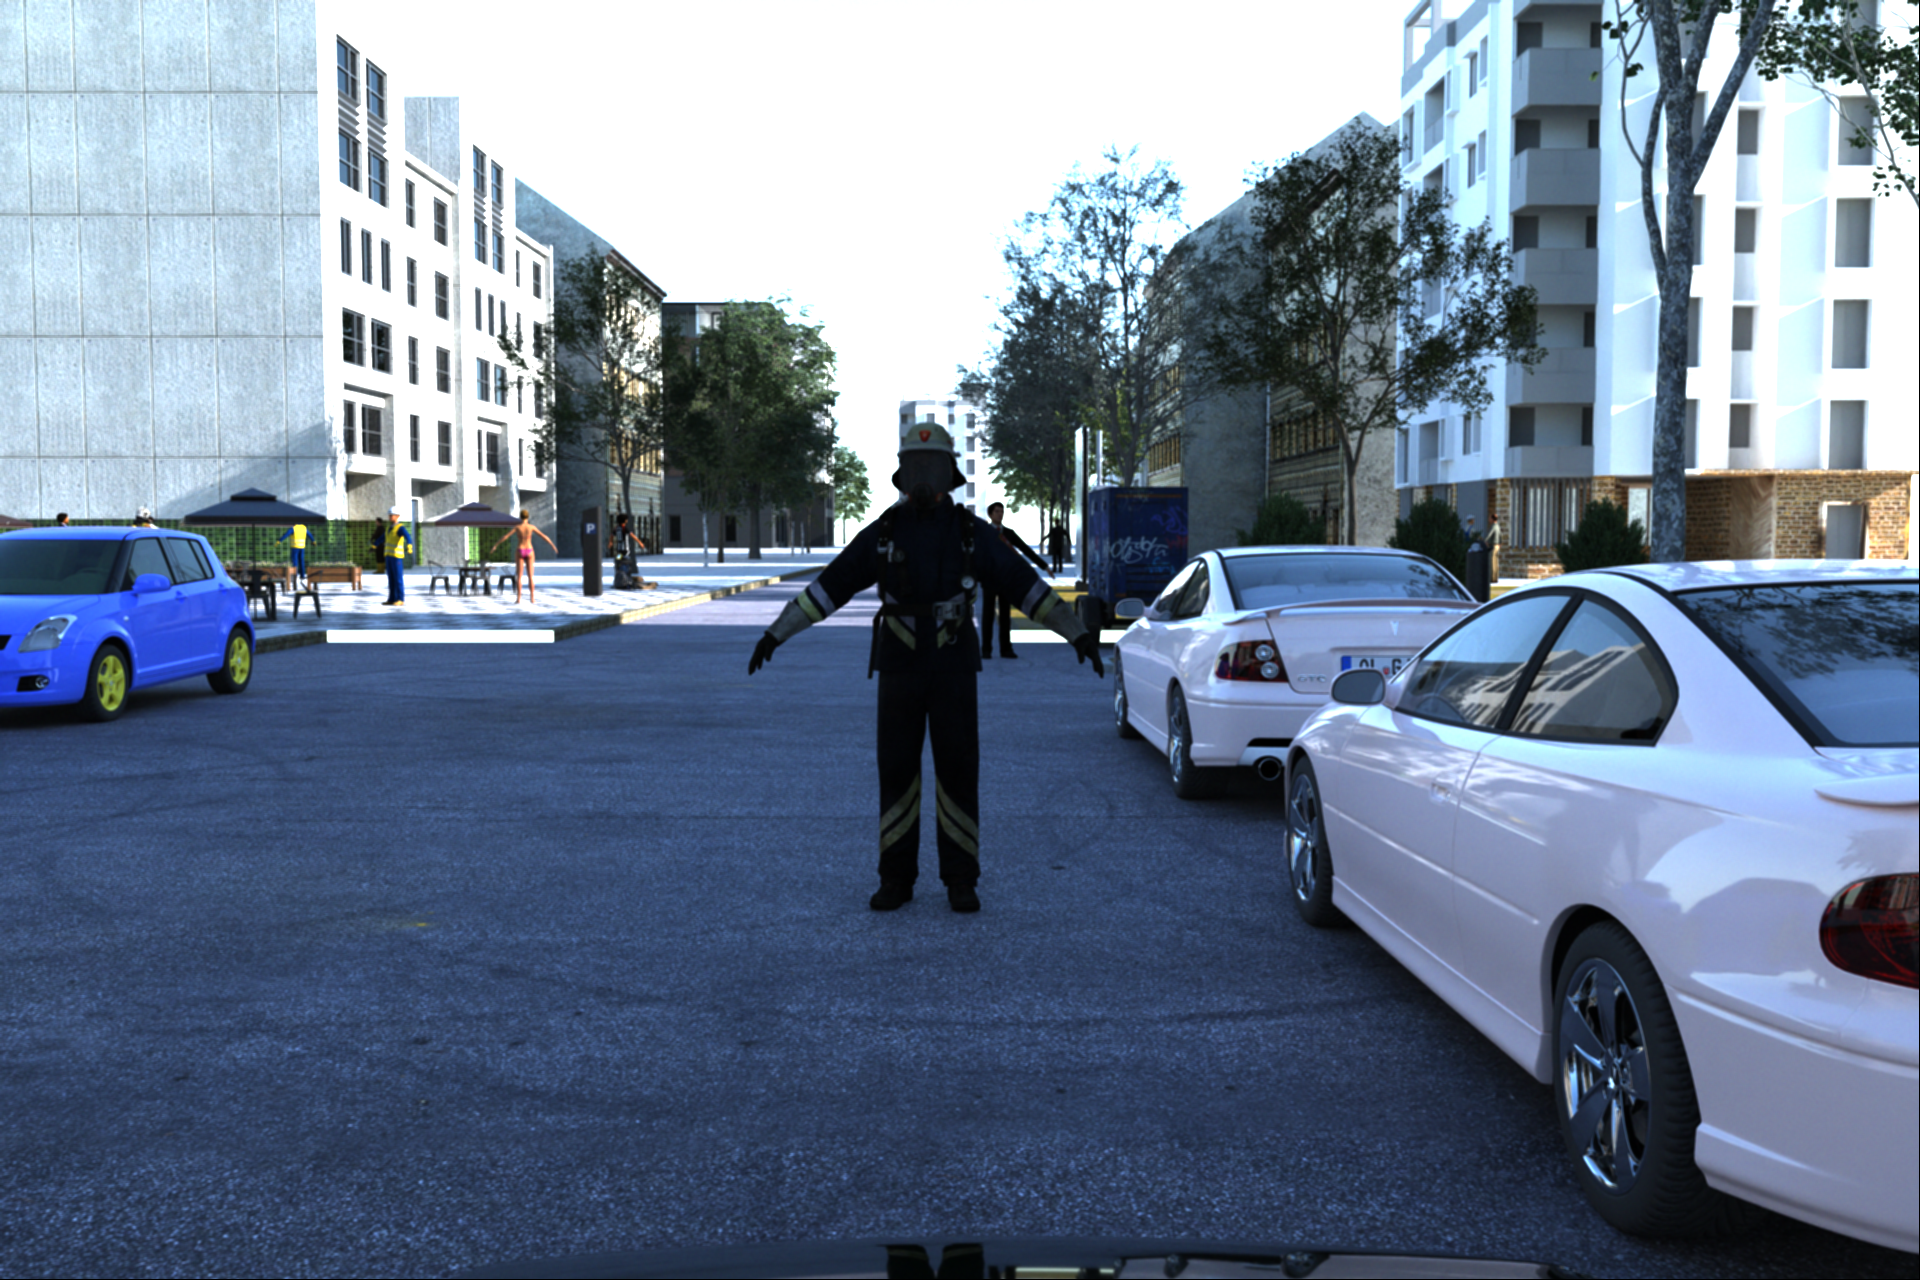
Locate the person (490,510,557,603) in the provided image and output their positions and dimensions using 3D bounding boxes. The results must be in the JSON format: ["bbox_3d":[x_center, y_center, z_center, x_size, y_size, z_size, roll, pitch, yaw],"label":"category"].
[{"bbox_3d":[-8.104,-1.554,32.219,1.217,1.733,0.721,-1,4,-19],"label":"person"}]

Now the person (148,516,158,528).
[{"bbox_3d":[-23.916,-2.751,51.158,1.347,1.806,0.705,-2,4,-31],"label":"person"}]

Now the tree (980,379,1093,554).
[{"bbox_3d":[4.979,-11.892,112.563,7.486,12.596,7.792,0,3,0],"label":"tree"}]

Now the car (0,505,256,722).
[{"bbox_3d":[-7.307,-0.288,14.304,1.945,1.707,3.694,0,4,0],"label":"car"}]

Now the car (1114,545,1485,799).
[{"bbox_3d":[2.060,0.099,10.751,2.083,1.381,4.827,0,4,-1],"label":"car"}]

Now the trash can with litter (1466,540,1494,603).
[{"bbox_3d":[5.785,-0.504,19.304,1.678,1.210,2.233,0,4,0],"label":"trash can with litter"}]

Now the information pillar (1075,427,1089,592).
[{"bbox_3d":[2.740,-2.909,38.871,0.184,3.620,1.656,0,4,-1],"label":"information pillar"}]

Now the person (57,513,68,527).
[{"bbox_3d":[-19.465,-1.901,37.802,1.216,1.740,0.721,3,4,37],"label":"person"}]

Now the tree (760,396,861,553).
[{"bbox_3d":[-10.528,-11.192,117.398,8.767,10.594,7.601,2,4,32],"label":"tree"}]

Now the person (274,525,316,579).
[{"bbox_3d":[-18.942,-2.661,49.473,0.705,1.833,1.349,2,4,33],"label":"person"}]

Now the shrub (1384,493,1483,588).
[{"bbox_3d":[8.527,-1.639,31.223,1.690,2.028,1.600,0,3,0],"label":"shrub"}]

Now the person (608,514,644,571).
[{"bbox_3d":[-8.971,-2.453,46.249,1.345,1.843,0.704,3,4,37],"label":"person"}]

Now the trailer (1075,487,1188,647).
[{"bbox_3d":[2.244,-0.971,22.925,1.471,1.999,3.904,0,4,-1],"label":"trailer"}]

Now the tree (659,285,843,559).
[{"bbox_3d":[-10.666,-11.137,88.741,9.857,13.997,8.962,0,3,0],"label":"tree"}]

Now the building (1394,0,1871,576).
[{"bbox_3d":[20.928,-12.533,61.331,16.016,20.090,11.380,0,4,0],"label":"building"}]

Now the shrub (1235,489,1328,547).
[{"bbox_3d":[5.680,-1.620,30.521,1.661,2.075,1.752,0,3,0],"label":"shrub"}]

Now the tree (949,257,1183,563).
[{"bbox_3d":[4.713,-10.190,76.974,12.009,13.543,11.850,0,3,0],"label":"tree"}]

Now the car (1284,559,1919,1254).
[{"bbox_3d":[2.213,0.454,4.933,2.083,1.381,4.827,0,4,-1],"label":"car"}]

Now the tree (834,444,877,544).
[{"bbox_3d":[-14.116,-18.273,216.890,7.486,12.596,7.792,0,3,0],"label":"tree"}]

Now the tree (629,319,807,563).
[{"bbox_3d":[-10.656,-8.662,76.042,8.767,10.594,7.601,0,4,5],"label":"tree"}]

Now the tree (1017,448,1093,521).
[{"bbox_3d":[11.930,-18.648,215.260,12.009,13.543,11.850,0,3,0],"label":"tree"}]

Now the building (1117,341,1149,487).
[{"bbox_3d":[24.488,-18.095,162.314,16.747,18.905,31.486,0,4,0],"label":"building"}]

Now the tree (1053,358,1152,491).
[{"bbox_3d":[5.717,-7.162,67.462,4.737,8.622,4.395,0,3,0],"label":"tree"}]

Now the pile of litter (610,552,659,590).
[{"bbox_3d":[-7.637,-1.625,40.533,1.176,0.858,1.719,0,4,-1],"label":"pile of litter"}]

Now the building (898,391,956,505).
[{"bbox_3d":[-7.590,-22.153,221.077,11.380,20.090,16.016,0,4,7],"label":"building"}]

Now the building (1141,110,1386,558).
[{"bbox_3d":[20.968,-16.423,99.443,19.493,23.208,18.063,0,4,0],"label":"building"}]

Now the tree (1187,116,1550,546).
[{"bbox_3d":[8.826,-6.331,37.926,8.767,10.594,7.601,2,4,33],"label":"tree"}]

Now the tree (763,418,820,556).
[{"bbox_3d":[-9.654,-9.185,100.537,4.360,8.622,3.978,0,3,0],"label":"tree"}]

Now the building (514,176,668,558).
[{"bbox_3d":[-27.993,-16.458,100.010,19.493,23.208,18.063,0,4,-1],"label":"building"}]

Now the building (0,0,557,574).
[{"bbox_3d":[-28.511,-12.468,70.314,16.747,18.905,31.486,0,4,0],"label":"building"}]

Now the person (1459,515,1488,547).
[{"bbox_3d":[14.957,-2.743,50.706,0.705,1.847,1.347,-1,4,-22],"label":"person"}]

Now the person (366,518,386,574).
[{"bbox_3d":[-18.724,-3.037,55.799,0.704,1.812,1.346,0,4,6],"label":"person"}]

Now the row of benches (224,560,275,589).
[{"bbox_3d":[-18.192,-1.552,40.840,4.104,0.672,1.422,1,4,11],"label":"row of benches"}]

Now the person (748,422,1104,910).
[{"bbox_3d":[-0.126,0.098,6.630,1.354,1.856,0.705,0,4,6],"label":"person"}]

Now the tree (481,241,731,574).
[{"bbox_3d":[-10.813,-7.411,55.578,7.601,10.594,8.767,1,4,21],"label":"tree"}]

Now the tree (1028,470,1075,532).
[{"bbox_3d":[5.913,-10.492,121.905,4.737,8.622,4.395,0,3,0],"label":"tree"}]

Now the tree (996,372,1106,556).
[{"bbox_3d":[5.558,-10.838,102.961,9.928,11.665,9.643,0,3,0],"label":"tree"}]

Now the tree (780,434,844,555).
[{"bbox_3d":[-9.976,-9.621,107.672,4.360,8.622,3.978,0,3,0],"label":"tree"}]

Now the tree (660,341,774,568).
[{"bbox_3d":[-9.806,-7.057,65.747,4.360,8.622,3.978,0,3,0],"label":"tree"}]

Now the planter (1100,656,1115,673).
[{"bbox_3d":[2.474,0.166,18.432,1.991,0.319,1.994,0,4,0],"label":"planter"}]

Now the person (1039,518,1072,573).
[{"bbox_3d":[3.199,-3.121,57.258,1.346,1.802,0.704,-2,4,-33],"label":"person"}]

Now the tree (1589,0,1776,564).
[{"bbox_3d":[10.083,-10.053,20.260,12.611,20.169,13.585,0,3,0],"label":"tree"}]

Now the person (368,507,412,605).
[{"bbox_3d":[-10.245,-1.511,31.173,1.216,1.772,0.721,3,4,36],"label":"person"}]

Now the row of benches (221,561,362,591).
[{"bbox_3d":[-15.557,-1.452,39.210,4.104,0.672,1.422,0,4,-6],"label":"row of benches"}]

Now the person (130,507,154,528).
[{"bbox_3d":[-17.355,-1.901,36.851,1.354,1.858,0.705,1,4,22],"label":"person"}]

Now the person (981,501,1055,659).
[{"bbox_3d":[0.435,-0.694,19.993,1.347,1.806,0.705,-1,4,-18],"label":"person"}]

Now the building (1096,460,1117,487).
[{"bbox_3d":[20.924,-15.453,194.808,9.099,9.664,28.070,0,4,0],"label":"building"}]

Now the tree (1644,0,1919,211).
[{"bbox_3d":[21.976,-11.226,39.431,12.611,20.169,13.585,0,3,0],"label":"tree"}]

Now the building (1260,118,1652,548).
[{"bbox_3d":[25.079,-15.232,79.966,19.493,23.208,18.063,0,4,0],"label":"building"}]

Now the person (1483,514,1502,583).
[{"bbox_3d":[13.900,-2.384,45.248,0.705,1.796,1.348,3,4,39],"label":"person"}]

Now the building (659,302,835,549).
[{"bbox_3d":[-27.233,-19.873,168.891,27.936,21.610,32.646,0,4,0],"label":"building"}]

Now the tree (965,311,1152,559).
[{"bbox_3d":[5.322,-11.016,90.476,12.009,13.543,11.850,0,3,0],"label":"tree"}]

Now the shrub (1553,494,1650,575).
[{"bbox_3d":[11.965,-1.703,32.270,1.690,2.028,1.600,0,3,0],"label":"shrub"}]

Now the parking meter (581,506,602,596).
[{"bbox_3d":[-7.664,-1.854,36.023,0.399,1.863,0.255,0,4,1],"label":"parking meter"}]

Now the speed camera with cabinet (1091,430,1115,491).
[{"bbox_3d":[2.856,-2.327,32.379,0.660,3.252,2.038,0,4,-1],"label":"speed camera with cabinet"}]

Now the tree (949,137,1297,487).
[{"bbox_3d":[5.149,-8.743,53.322,12.009,13.543,11.850,0,3,0],"label":"tree"}]
